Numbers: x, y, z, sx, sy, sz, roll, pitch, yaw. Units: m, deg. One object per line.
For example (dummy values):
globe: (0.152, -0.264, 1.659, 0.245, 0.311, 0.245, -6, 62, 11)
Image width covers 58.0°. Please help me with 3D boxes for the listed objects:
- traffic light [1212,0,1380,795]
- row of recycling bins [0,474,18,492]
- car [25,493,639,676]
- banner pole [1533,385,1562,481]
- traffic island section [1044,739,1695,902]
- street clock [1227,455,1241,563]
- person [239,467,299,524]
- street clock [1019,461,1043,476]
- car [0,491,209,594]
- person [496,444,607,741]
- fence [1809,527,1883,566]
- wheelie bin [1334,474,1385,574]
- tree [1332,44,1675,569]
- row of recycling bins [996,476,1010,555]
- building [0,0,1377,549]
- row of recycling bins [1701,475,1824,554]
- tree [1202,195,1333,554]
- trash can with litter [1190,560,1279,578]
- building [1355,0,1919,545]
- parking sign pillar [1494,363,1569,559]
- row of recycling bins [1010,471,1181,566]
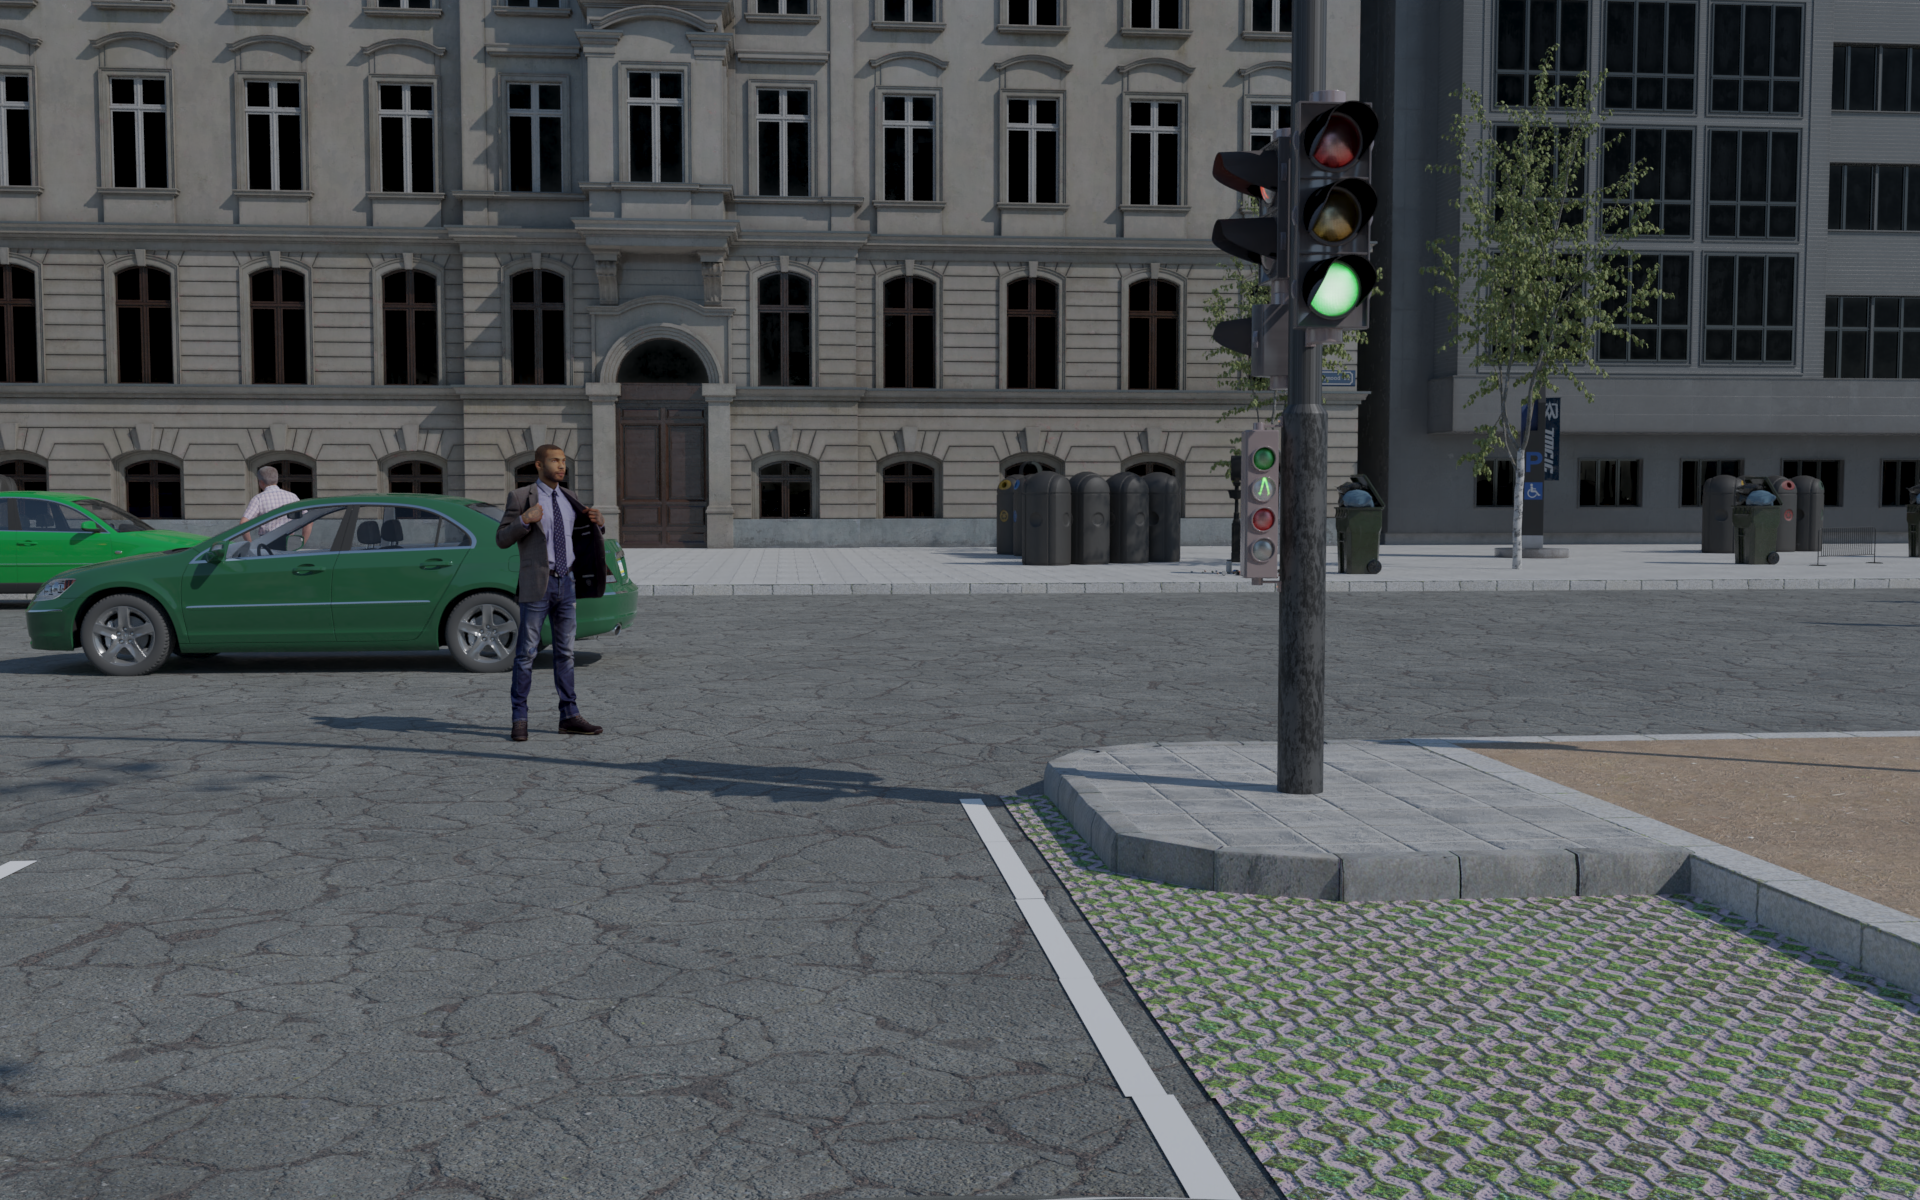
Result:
traffic light: (-0.632, -1.980, 7.039, 4.771, 5.953, 1.251, 0, 4, -6)
row of recycling bins: (-18.928, -1.599, 33.252, 1.069, 1.692, 3.534, -1, 4, -13)
car: (-5.210, -0.170, 14.583, 4.920, 1.459, 2.131, 0, 4, -5)
banner pole: (13.299, -3.033, 39.612, 0.863, 3.779, 0.401, 2, 4, 32)
traffic island section: (1.482, 0.904, 7.507, 2.009, 0.180, 2.903, 0, 4, -6)
street clock: (5.184, -1.706, 32.457, 0.358, 2.002, 0.471, 0, 4, 6)
person: (-7.003, -0.504, 17.682, 0.756, 1.711, 0.436, -3, 4, -38)
street clock: (1.546, -2.033, 37.817, 0.471, 2.002, 0.358, -1, 4, -17)
car: (-11.511, -0.814, 22.113, 4.718, 1.807, 1.959, 0, 4, -7)
person: (-2.377, -0.051, 10.158, 0.655, 1.722, 0.431, -3, 5, -43)
fence: (16.110, -0.983, 31.450, 2.069, 0.683, 0.278, -2, 4, -35)
wheelie bin: (6.410, -1.221, 27.869, 0.693, 1.594, 0.980, 0, 4, -8)
tree: (9.716, -4.842, 29.524, 4.737, 8.622, 4.395, 0, 3, 0)
row of recycling bins: (1.554, -1.736, 35.492, 1.069, 1.692, 3.534, -1, 4, -12)
building: (-7.517, -13.847, 45.487, 34.723, 24.649, 14.460, 0, 4, -6)
row of recycling bins: (17.710, -1.906, 38.275, 3.534, 1.692, 1.069, -2, 4, -29)
tree: (6.907, -5.291, 36.874, 4.737, 8.622, 4.395, 0, 3, 0)
trash can with litter: (4.554, -0.995, 27.334, 1.678, 1.210, 2.233, 0, 4, 3)
building: (24.977, -14.095, 49.518, 30.058, 24.678, 14.314, 0, 4, -6)
parking sign pillar: (11.590, -2.846, 35.007, 1.447, 3.967, 1.447, 1, 4, 17)
row of recycling bins: (2.691, -1.523, 32.019, 3.534, 1.692, 1.069, -3, 4, -36)
